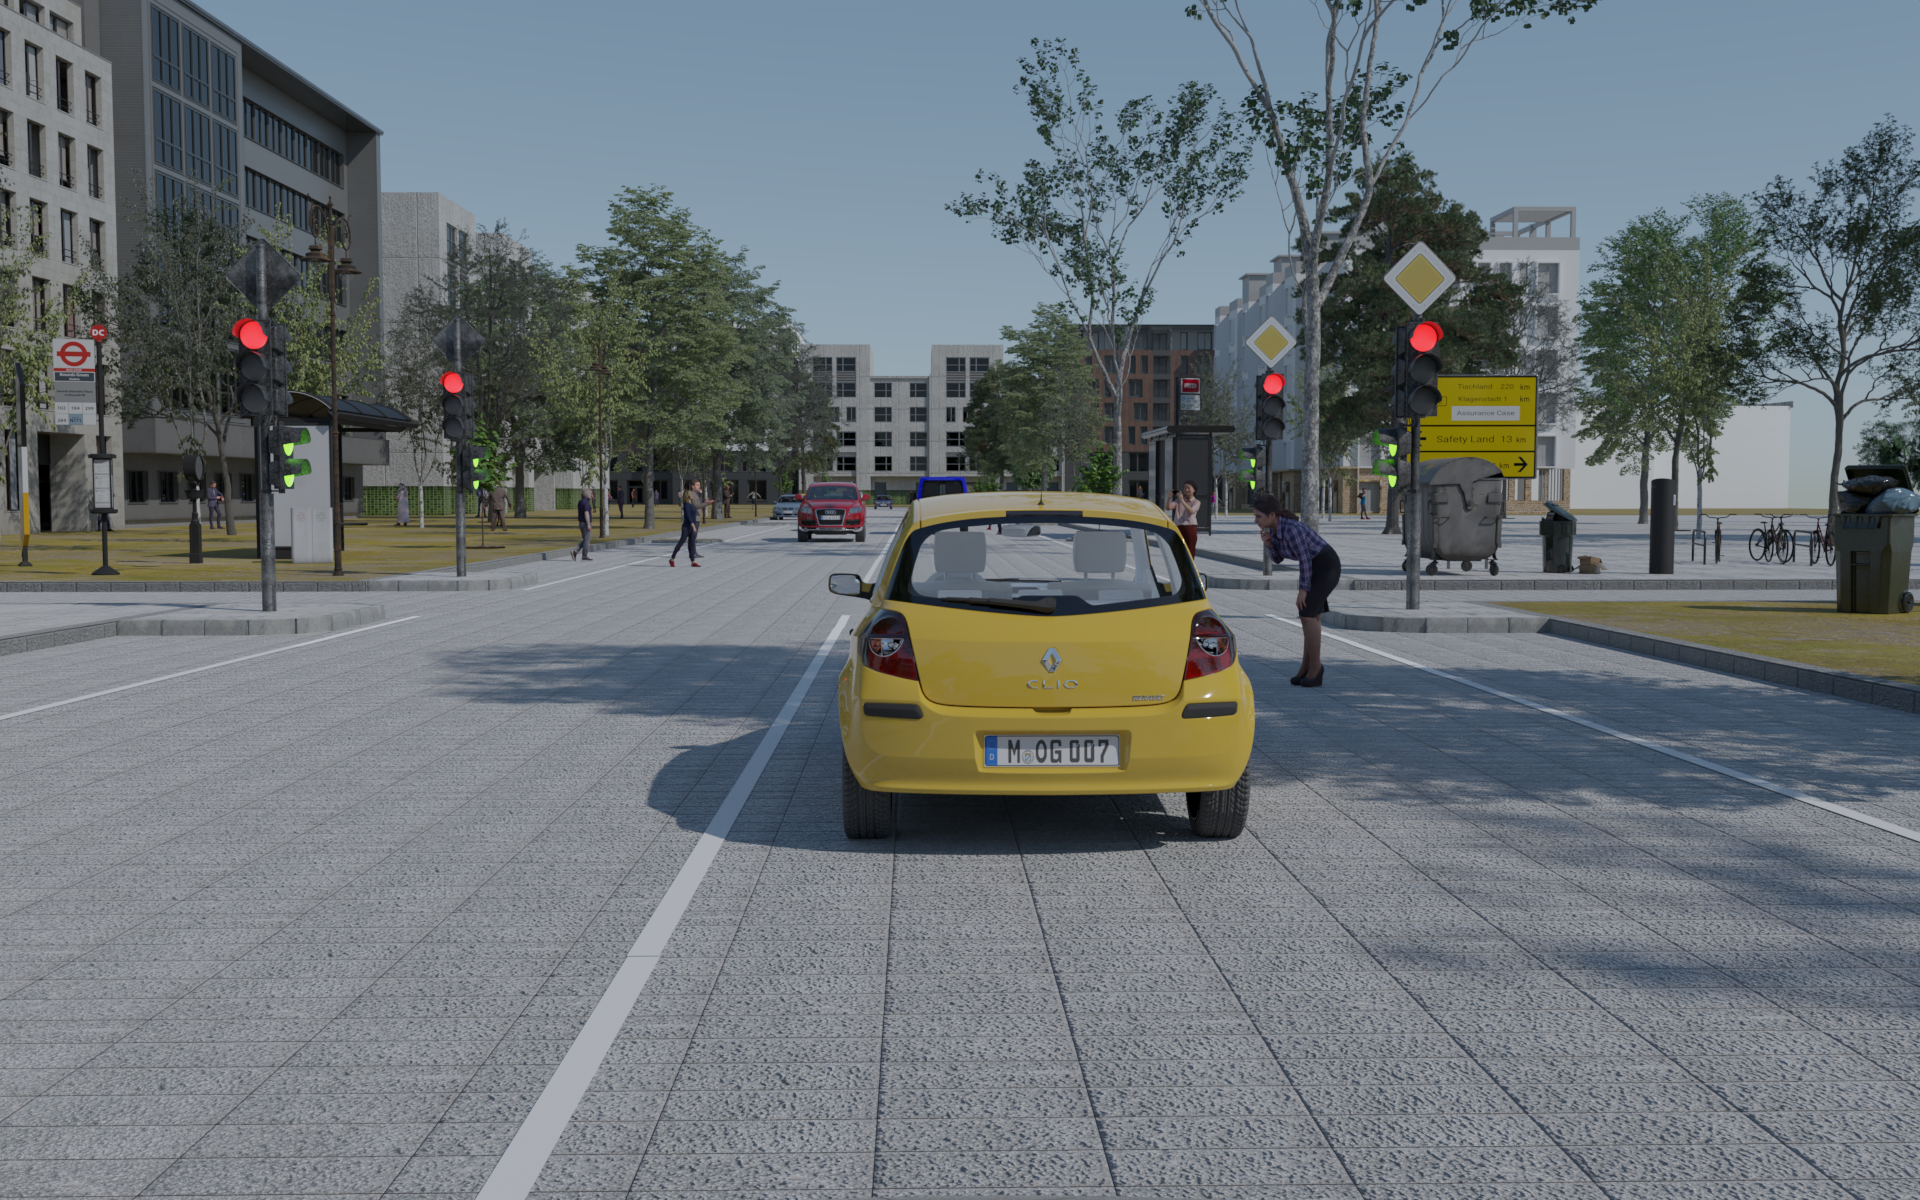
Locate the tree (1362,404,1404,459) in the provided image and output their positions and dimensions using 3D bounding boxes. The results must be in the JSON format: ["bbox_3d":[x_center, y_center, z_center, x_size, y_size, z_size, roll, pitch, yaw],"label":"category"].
[{"bbox_3d":[24.489,-9.012,97.709,4.360,8.622,3.978,0,3,0],"label":"tree"}]

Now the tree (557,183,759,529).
[{"bbox_3d":[-11.145,-8.917,63.919,7.486,12.596,7.792,0,3,0],"label":"tree"}]

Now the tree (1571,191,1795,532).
[{"bbox_3d":[24.772,-8.179,59.478,9.928,11.665,9.643,0,3,0],"label":"tree"}]

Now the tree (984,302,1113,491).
[{"bbox_3d":[5.173,-11.253,102.121,7.486,12.596,7.792,0,3,0],"label":"tree"}]

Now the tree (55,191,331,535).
[{"bbox_3d":[-23.053,-7.303,53.823,7.601,10.594,8.767,1,4,14],"label":"tree"}]

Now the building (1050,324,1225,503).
[{"bbox_3d":[28.648,-22.944,219.108,32.646,21.610,27.936,0,4,-1],"label":"building"}]

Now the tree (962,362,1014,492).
[{"bbox_3d":[4.039,-15.818,166.041,7.806,13.903,7.818,0,3,0],"label":"tree"}]

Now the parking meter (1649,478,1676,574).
[{"bbox_3d":[11.278,-1.186,27.808,0.372,1.533,0.369,0,3,0],"label":"parking meter"}]

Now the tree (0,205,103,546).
[{"bbox_3d":[-23.767,-5.662,42.935,4.737,8.622,4.395,0,3,0],"label":"tree"}]

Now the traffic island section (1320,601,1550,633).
[{"bbox_3d":[5.058,0.184,19.268,2.009,0.180,2.903,0,4,-1],"label":"traffic island section"}]

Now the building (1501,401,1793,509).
[{"bbox_3d":[60.993,-13.122,156.699,28.070,9.664,9.099,0,4,-1],"label":"building"}]

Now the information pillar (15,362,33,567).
[{"bbox_3d":[-16.576,-2.402,30.628,0.183,3.616,0.504,-3,4,-36],"label":"information pillar"}]

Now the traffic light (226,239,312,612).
[{"bbox_3d":[-7.539,-1.810,18.833,0.839,4.213,0.868,0,4,-1],"label":"traffic light"}]

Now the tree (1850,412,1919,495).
[{"bbox_3d":[57.508,-7.836,91.018,20.602,7.101,11.467,3,4,38],"label":"tree"}]

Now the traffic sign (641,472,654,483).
[{"bbox_3d":[-17.523,-5.937,97.176,0.768,2.556,0.104,0,4,6],"label":"traffic sign"}]

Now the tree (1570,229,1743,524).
[{"bbox_3d":[29.741,-9.538,74.069,7.486,12.596,7.792,0,3,0],"label":"tree"}]

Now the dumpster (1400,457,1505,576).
[{"bbox_3d":[7.895,-1.349,27.823,1.264,1.857,1.865,0,4,-1],"label":"dumpster"}]

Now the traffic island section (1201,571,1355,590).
[{"bbox_3d":[4.863,-0.304,27.251,2.009,0.180,2.903,0,4,-1],"label":"traffic island section"}]

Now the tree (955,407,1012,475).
[{"bbox_3d":[2.933,-14.852,177.250,7.601,10.594,8.767,0,4,-6],"label":"tree"}]

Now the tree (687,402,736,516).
[{"bbox_3d":[-14.530,-9.084,98.879,4.737,8.622,4.395,0,3,0],"label":"tree"}]

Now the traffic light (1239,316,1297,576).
[{"bbox_3d":[4.823,-2.318,27.137,0.839,4.213,0.868,0,4,-1],"label":"traffic light"}]

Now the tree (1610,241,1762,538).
[{"bbox_3d":[21.136,-6.082,49.803,4.737,8.622,4.395,0,3,0],"label":"tree"}]

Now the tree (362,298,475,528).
[{"bbox_3d":[-20.202,-6.998,64.783,4.360,8.622,3.978,0,3,0],"label":"tree"}]

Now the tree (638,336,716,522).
[{"bbox_3d":[-12.893,-7.922,79.889,4.360,8.622,3.978,0,3,0],"label":"tree"}]

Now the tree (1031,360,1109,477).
[{"bbox_3d":[6.215,-8.791,94.100,4.360,8.622,3.978,0,3,0],"label":"tree"}]

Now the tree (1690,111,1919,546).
[{"bbox_3d":[21.723,-6.592,42.196,7.601,10.594,8.767,1,4,14],"label":"tree"}]

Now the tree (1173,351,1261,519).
[{"bbox_3d":[13.022,-8.447,88.468,4.360,8.622,3.978,0,3,0],"label":"tree"}]

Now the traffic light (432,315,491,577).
[{"bbox_3d":[-7.735,-2.298,26.815,0.839,4.213,0.868,0,4,-1],"label":"traffic light"}]

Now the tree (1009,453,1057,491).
[{"bbox_3d":[4.861,-8.117,116.418,4.285,4.588,4.351,0,3,0],"label":"tree"}]

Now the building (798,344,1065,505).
[{"bbox_3d":[-3.519,-21.217,213.359,31.486,18.905,16.747,0,4,-1],"label":"building"}]

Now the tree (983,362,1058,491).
[{"bbox_3d":[5.277,-13.509,142.933,6.751,12.117,7.091,0,3,0],"label":"tree"}]

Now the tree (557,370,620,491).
[{"bbox_3d":[-21.303,-9.082,98.857,4.360,8.622,3.978,0,3,0],"label":"tree"}]

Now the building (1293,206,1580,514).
[{"bbox_3d":[32.263,-16.032,118.545,16.016,20.091,11.380,0,4,-1],"label":"building"}]

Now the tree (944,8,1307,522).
[{"bbox_3d":[5.291,-13.333,73.881,12.611,20.169,13.585,0,3,0],"label":"tree"}]

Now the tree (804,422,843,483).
[{"bbox_3d":[-13.870,-13.921,177.976,4.360,8.622,3.978,0,3,0],"label":"tree"}]

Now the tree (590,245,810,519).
[{"bbox_3d":[-12.514,-11.097,88.087,9.857,13.997,8.962,0,3,0],"label":"tree"}]

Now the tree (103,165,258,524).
[{"bbox_3d":[-17.216,-5.379,38.304,4.360,8.622,3.978,0,3,0],"label":"tree"}]

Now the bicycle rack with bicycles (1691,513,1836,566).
[{"bbox_3d":[14.762,-1.143,32.074,2.852,0.926,2.925,1,4,18],"label":"bicycle rack with bicycles"}]

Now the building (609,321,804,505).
[{"bbox_3d":[-36.541,-22.887,218.173,32.646,21.610,27.936,0,4,-1],"label":"building"}]

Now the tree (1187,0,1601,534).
[{"bbox_3d":[9.201,-11.109,37.518,12.611,20.169,13.585,0,3,0],"label":"tree"}]

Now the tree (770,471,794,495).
[{"bbox_3d":[-13.080,-8.219,128.975,1.663,3.219,1.824,0,3,0],"label":"tree"}]

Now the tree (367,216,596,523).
[{"bbox_3d":[-20.937,-10.192,77.008,12.009,13.543,11.850,0,3,0],"label":"tree"}]

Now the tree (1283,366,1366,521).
[{"bbox_3d":[19.082,-8.523,89.708,4.737,8.622,4.395,0,3,0],"label":"tree"}]

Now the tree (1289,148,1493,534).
[{"bbox_3d":[13.846,-8.121,54.838,6.751,12.117,7.091,0,3,0],"label":"tree"}]

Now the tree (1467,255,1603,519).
[{"bbox_3d":[28.237,-10.948,89.374,12.009,13.543,11.850,0,3,0],"label":"tree"}]

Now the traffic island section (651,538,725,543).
[{"bbox_3d":[-8.053,-1.757,51.599,1.991,0.108,1.994,0,4,-1],"label":"traffic island section"}]

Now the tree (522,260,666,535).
[{"bbox_3d":[-11.261,-6.319,53.680,4.737,8.622,4.395,0,3,0],"label":"tree"}]

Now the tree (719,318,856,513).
[{"bbox_3d":[-12.346,-12.783,119.365,12.009,13.543,11.850,0,3,0],"label":"tree"}]

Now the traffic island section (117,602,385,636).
[{"bbox_3d":[-7.580,0.203,18.965,2.009,0.180,2.903,0,4,-1],"label":"traffic island section"}]

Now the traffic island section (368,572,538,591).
[{"bbox_3d":[-7.775,-0.285,26.948,2.009,0.180,2.903,0,4,-1],"label":"traffic island section"}]

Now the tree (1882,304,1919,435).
[{"bbox_3d":[33.393,-6.616,58.538,4.360,8.622,3.978,0,3,0],"label":"tree"}]

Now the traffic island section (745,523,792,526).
[{"bbox_3d":[-8.730,-3.445,79.199,1.991,0.108,1.994,0,4,-1],"label":"traffic island section"}]

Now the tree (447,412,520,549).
[{"bbox_3d":[-11.174,-2.833,40.922,1.663,3.219,1.824,0,3,0],"label":"tree"}]

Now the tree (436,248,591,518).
[{"bbox_3d":[-23.076,-11.270,90.916,9.857,13.997,8.962,0,3,0],"label":"tree"}]

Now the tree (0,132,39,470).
[{"bbox_3d":[-19.399,-5.030,32.610,4.360,8.622,3.978,0,3,0],"label":"tree"}]

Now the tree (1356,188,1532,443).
[{"bbox_3d":[19.695,-10.046,71.672,7.806,13.903,7.818,0,3,0],"label":"tree"}]

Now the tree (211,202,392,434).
[{"bbox_3d":[-17.028,-5.779,44.855,4.737,8.622,4.395,0,3,0],"label":"tree"}]

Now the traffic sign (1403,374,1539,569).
[{"bbox_3d":[8.695,-2.183,29.570,2.265,3.308,0.079,0,4,2],"label":"traffic sign"}]

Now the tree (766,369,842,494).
[{"bbox_3d":[-13.393,-13.819,147.996,6.751,12.117,7.091,0,3,0],"label":"tree"}]

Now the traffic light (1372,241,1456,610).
[{"bbox_3d":[5.018,-1.829,19.155,0.839,4.213,0.868,0,4,-1],"label":"traffic light"}]
